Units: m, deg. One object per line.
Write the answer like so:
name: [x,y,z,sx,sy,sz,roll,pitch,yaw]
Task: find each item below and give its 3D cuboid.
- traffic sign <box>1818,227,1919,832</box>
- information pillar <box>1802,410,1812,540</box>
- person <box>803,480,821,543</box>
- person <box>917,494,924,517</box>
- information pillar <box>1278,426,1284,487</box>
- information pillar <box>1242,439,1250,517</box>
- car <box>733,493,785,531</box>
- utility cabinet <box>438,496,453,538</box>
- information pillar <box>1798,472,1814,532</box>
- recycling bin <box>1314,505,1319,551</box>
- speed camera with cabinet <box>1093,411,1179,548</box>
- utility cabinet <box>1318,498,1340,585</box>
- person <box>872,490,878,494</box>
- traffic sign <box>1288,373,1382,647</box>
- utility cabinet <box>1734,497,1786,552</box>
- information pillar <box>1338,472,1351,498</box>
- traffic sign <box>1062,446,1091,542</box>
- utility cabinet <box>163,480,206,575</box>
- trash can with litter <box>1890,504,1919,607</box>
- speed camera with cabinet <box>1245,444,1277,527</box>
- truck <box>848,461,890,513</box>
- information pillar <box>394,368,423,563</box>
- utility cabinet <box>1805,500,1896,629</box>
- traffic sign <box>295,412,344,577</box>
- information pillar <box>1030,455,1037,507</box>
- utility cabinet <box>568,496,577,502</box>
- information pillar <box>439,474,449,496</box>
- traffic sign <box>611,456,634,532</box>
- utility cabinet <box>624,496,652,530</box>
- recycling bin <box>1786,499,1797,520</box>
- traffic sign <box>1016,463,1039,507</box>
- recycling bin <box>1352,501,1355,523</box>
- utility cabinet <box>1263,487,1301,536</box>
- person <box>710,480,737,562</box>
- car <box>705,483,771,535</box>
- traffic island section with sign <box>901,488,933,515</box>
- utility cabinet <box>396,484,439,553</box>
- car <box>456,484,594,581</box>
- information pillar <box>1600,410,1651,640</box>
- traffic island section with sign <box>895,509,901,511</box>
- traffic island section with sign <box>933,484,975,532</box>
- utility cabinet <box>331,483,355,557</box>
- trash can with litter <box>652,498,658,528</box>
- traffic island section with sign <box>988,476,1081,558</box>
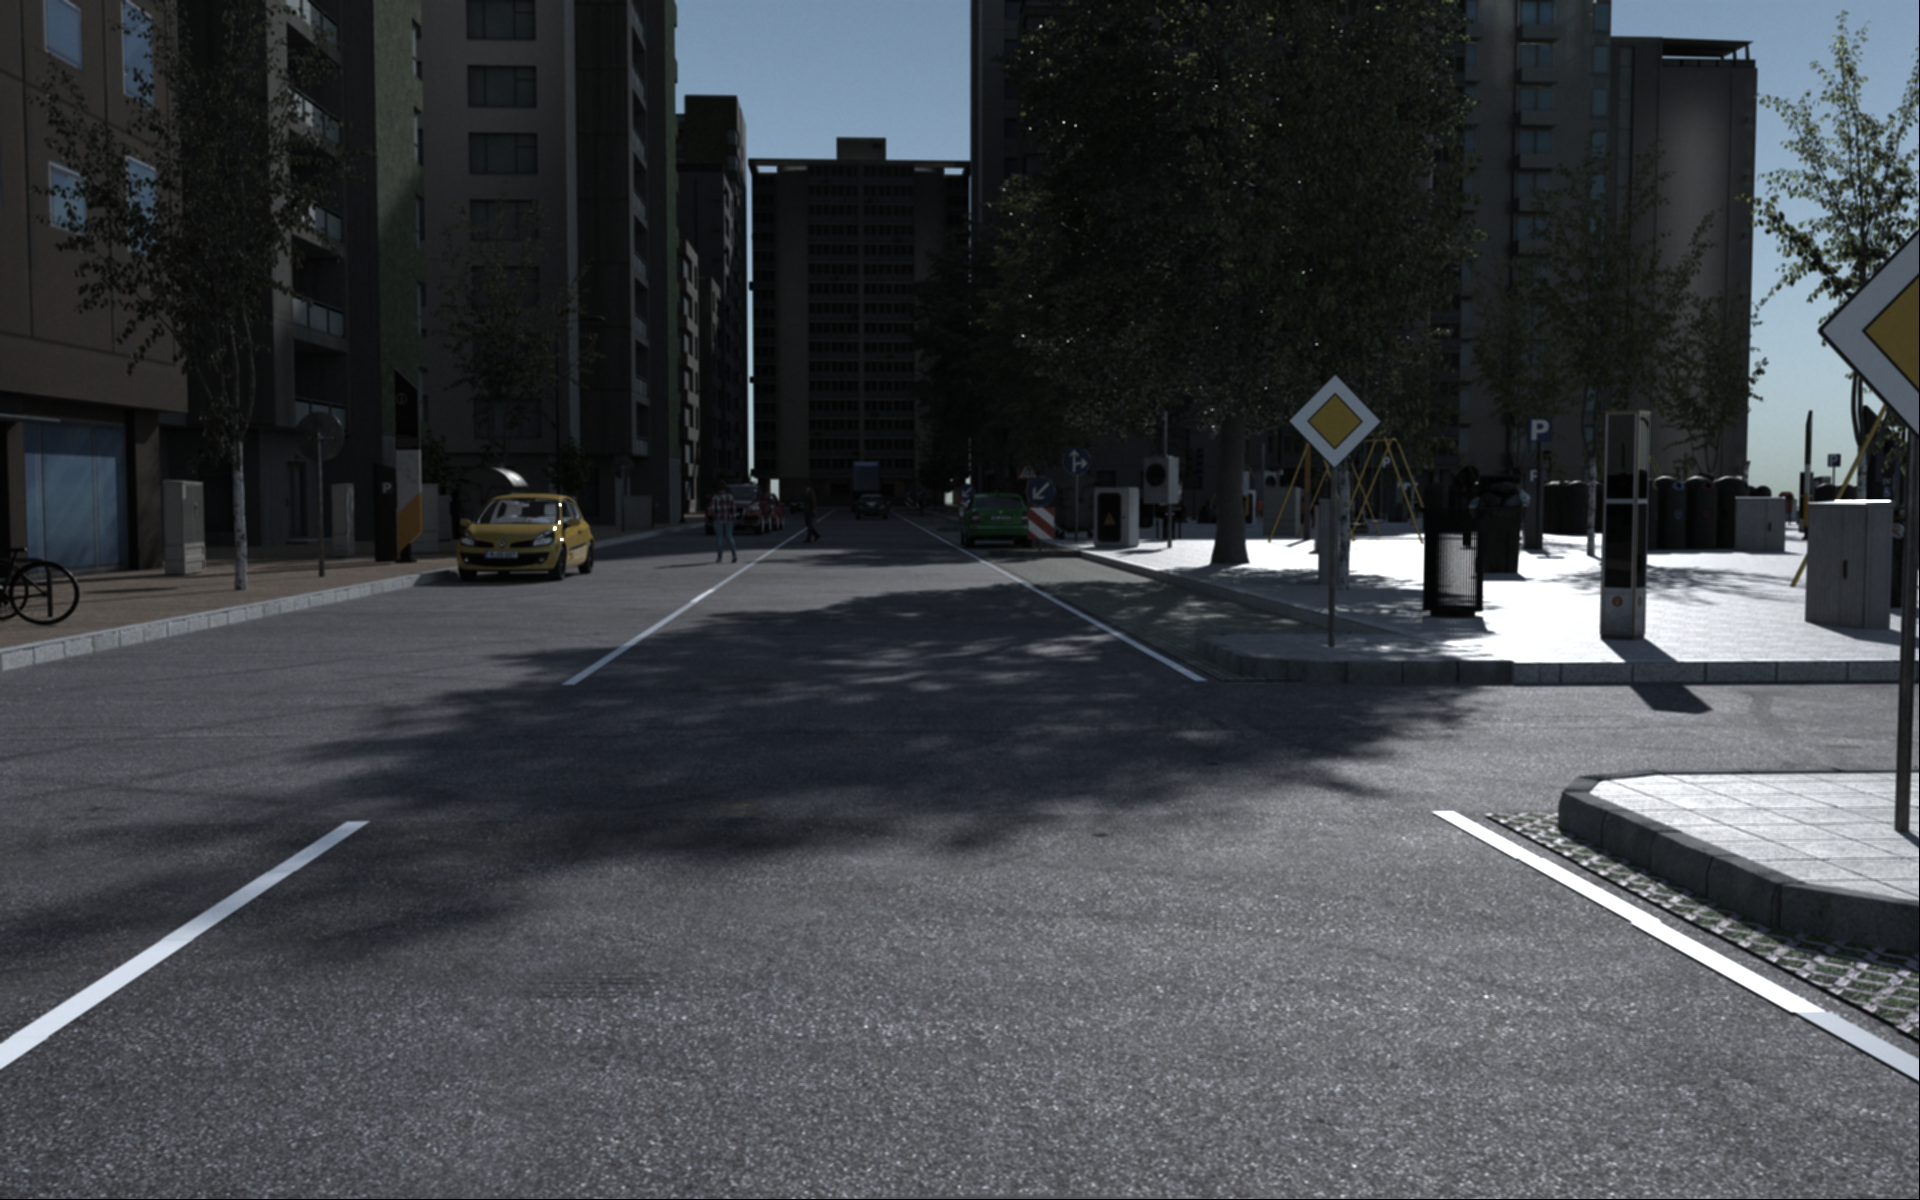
traffic sign: [3.587,-0.177,6.538,0.795,2.450,0.064,0,4,-3]
information pillar: [23.682,-3.488,48.388,0.183,3.616,0.504,2,4,34]
person: [-4.452,-2.629,51.393,0.656,1.842,0.836,2,4,34]
person: [-2.438,-5.913,108.415,0.421,1.427,0.697,1,4,13]
information pillar: [10.932,-4.143,59.099,0.183,3.616,0.504,0,4,-2]
information pillar: [10.210,-4.357,62.598,0.504,3.616,0.183,-1,4,-12]
car: [-8.015,-3.659,68.861,2.155,1.783,4.494,0,4,-2]
utility cabinet: [-15.069,-2.415,50.649,1.020,1.237,0.306,-1,4,-23]
information pillar: [28.361,-3.276,58.059,0.304,2.012,0.304,0,4,-7]
recycling bin: [8.377,-1.623,39.088,0.722,1.027,0.722,1,4,8]
speed camera with cabinet: [4.225,-2.895,41.676,2.038,3.252,0.660,2,4,34]
utility cabinet: [5.311,-0.837,24.847,0.306,1.237,1.020,1,4,13]
person: [-5.902,-6.903,122.171,0.445,1.727,0.742,1,4,17]
traffic sign: [3.122,-0.665,14.510,0.795,2.450,0.064,0,4,-3]
utility cabinet: [17.946,-1.694,38.860,1.020,1.237,0.306,1,4,20]
information pillar: [12.864,-3.277,58.064,0.304,2.012,0.304,-3,5,-42]
traffic sign: [3.122,-2.834,46.442,0.768,2.556,0.104,0,4,5]
utility cabinet: [-12.382,-1.162,27.681,0.318,1.500,1.173,-1,4,-9]
trash can with litter: [10.455,-0.520,19.897,0.624,1.170,1.055,-2,4,-29]
speed camera with cabinet: [11.391,-4.471,67.429,2.038,3.252,0.660,-2,4,-32]
truck: [-7.212,-9.004,136.967,2.967,4.110,18.799,0,4,-5]
information pillar: [-10.313,-2.508,32.366,0.504,3.616,0.183,1,4,13]
utility cabinet: [8.669,-0.352,16.918,0.306,1.237,1.020,0,4,-3]
traffic sign: [-9.919,-1.635,26.838,0.768,2.556,0.104,0,4,2]
information pillar: [2.739,-4.503,64.973,0.183,3.616,0.504,-1,4,-19]
utility cabinet: [-10.915,-2.266,48.219,0.306,1.237,1.020,-1,4,-23]
information pillar: [-18.496,-3.525,62.120,0.304,2.012,0.304,0,4,-4]
traffic sign: [-11.291,-3.540,57.977,0.768,2.556,0.104,0,4,0]
utility cabinet: [-11.609,-3.126,62.274,1.020,1.237,0.306,0,4,-2]
recycling bin: [40.545,-4.426,84.917,0.722,1.027,0.722,3,5,42]
traffic sign: [2.479,-3.876,63.384,0.884,2.594,0.081,0,4,2]
recycling bin: [13.798,-3.057,62.530,0.722,1.027,0.722,0,4,-7]
utility cabinet: [9.881,-2.719,53.140,1.173,1.500,0.318,3,5,45]
person: [-4.976,-1.657,36.428,0.563,1.720,0.643,-2,4,-27]
car: [-7.941,-3.277,62.257,2.281,1.827,5.304,0,4,-2]
traffic island section with sign: [-2.777,-6.578,116.171,1.989,1.847,2.006,0,4,-3]
utility cabinet: [-11.842,-1.747,37.237,1.173,1.500,0.318,-2,4,-29]
car: [-7.463,-1.203,29.890,2.015,1.641,3.980,0,4,-2]
information pillar: [5.890,-0.663,15.339,0.304,2.012,0.304,3,5,40]
traffic island section with sign: [-4.361,-8.233,143.236,1.989,1.847,2.006,0,4,-3]
traffic island section with sign: [0.106,-3.550,66.675,1.989,1.847,2.006,0,4,-3]
utility cabinet: [-12.577,-1.627,35.278,0.318,1.500,1.173,-1,4,-13]
trash can with litter: [-11.634,-3.244,64.432,0.624,1.170,1.055,0,4,3]
traffic island section with sign: [1.668,-1.904,39.765,1.989,1.847,2.006,0,4,-3]
